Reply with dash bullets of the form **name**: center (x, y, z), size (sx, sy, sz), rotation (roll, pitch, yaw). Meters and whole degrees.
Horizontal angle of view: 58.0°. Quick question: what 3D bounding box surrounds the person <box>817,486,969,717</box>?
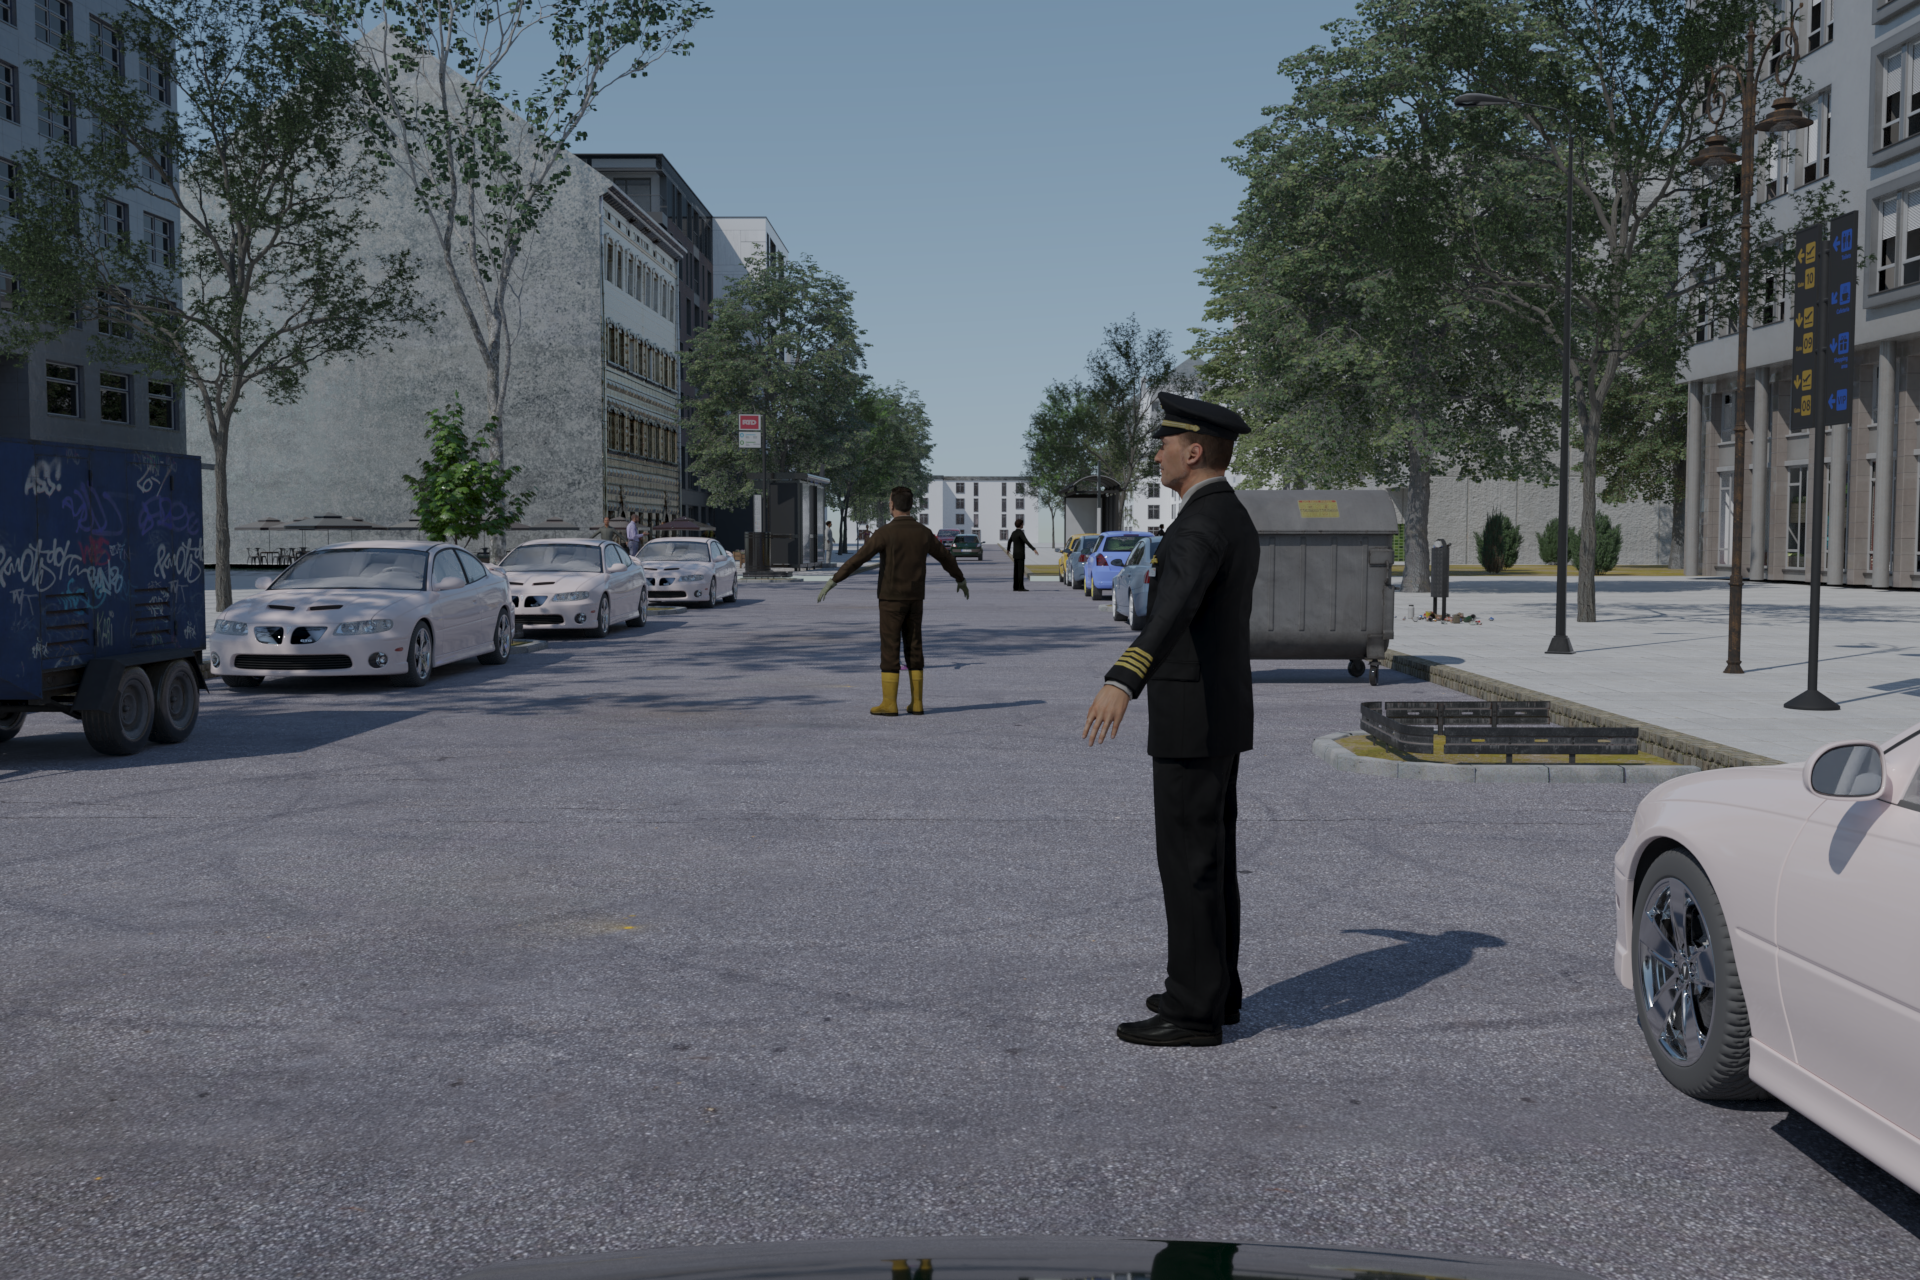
- **person**: center (-0.478, -0.313, 13.705), size (1.346, 1.812, 0.704), rotation (-2, 4, -30)

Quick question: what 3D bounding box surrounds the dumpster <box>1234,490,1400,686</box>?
- **dumpster**: center (3.211, -0.525, 16.804), size (1.865, 1.857, 1.264), rotation (0, 4, 0)

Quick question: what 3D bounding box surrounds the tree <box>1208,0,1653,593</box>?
- **tree**: center (10.119, -8.020, 37.779), size (9.857, 13.997, 8.962), rotation (0, 3, 0)

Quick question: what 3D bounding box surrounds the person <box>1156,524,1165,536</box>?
- **person**: center (9.037, -4.289, 76.852), size (0.721, 1.740, 1.216), rotation (-2, 4, -25)

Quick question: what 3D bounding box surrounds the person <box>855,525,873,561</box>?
- **person**: center (-4.379, -4.607, 82.128), size (1.217, 1.733, 0.721), rotation (-1, 4, -10)

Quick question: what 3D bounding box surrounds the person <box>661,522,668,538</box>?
- **person**: center (-12.290, -4.015, 71.863), size (0.704, 1.802, 1.346), rotation (0, 4, -1)

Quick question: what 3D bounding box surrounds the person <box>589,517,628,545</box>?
- **person**: center (-10.824, -2.865, 53.113), size (1.348, 1.796, 0.705), rotation (-1, 4, -10)

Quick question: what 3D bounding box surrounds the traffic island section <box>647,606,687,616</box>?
- **traffic island section**: center (-6.030, -0.520, 31.367), size (1.991, 0.108, 1.994), rotation (0, 4, 2)

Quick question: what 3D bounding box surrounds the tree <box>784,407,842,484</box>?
- **tree**: center (-8.095, -8.581, 90.661), size (4.360, 8.622, 3.978), rotation (0, 3, 0)

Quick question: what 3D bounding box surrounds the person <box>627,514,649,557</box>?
- **person**: center (-9.050, -2.616, 48.684), size (0.599, 1.838, 0.709), rotation (-1, 4, -21)

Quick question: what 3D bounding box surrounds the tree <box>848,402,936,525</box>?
- **tree**: center (-6.992, -15.334, 157.364), size (9.857, 13.997, 8.962), rotation (0, 3, 0)

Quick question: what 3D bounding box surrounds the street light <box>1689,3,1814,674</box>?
- **street light**: center (7.133, -2.630, 15.788), size (0.468, 5.910, 1.993), rotation (0, 4, 1)

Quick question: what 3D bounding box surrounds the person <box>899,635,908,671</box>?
- **person**: center (-0.596, -0.401, 18.288), size (0.599, 1.433, 0.991), rotation (0, 4, -3)

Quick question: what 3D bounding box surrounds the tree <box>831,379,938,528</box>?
- **tree**: center (-6.678, -14.478, 143.371), size (9.857, 13.997, 8.962), rotation (0, 3, 0)

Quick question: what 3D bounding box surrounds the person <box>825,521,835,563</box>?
- **person**: center (-5.111, -3.778, 67.950), size (0.705, 1.806, 1.347), rotation (0, 4, 6)

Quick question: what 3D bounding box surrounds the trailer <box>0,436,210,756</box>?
- **trailer**: center (-6.060, -0.229, 10.789), size (1.471, 1.999, 3.904), rotation (0, 4, 1)

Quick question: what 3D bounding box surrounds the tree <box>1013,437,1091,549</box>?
- **tree**: center (8.416, -13.345, 152.600), size (8.767, 10.594, 7.601), rotation (2, 4, 27)

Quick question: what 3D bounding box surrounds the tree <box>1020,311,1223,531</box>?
- **tree**: center (6.737, -8.505, 73.462), size (8.767, 10.594, 7.601), rotation (0, 4, -3)

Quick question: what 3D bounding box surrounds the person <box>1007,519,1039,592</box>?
- **person**: center (1.505, -2.118, 43.278), size (0.705, 1.806, 1.347), rotation (-2, 4, -31)

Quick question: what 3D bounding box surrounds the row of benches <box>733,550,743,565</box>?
- **row of benches**: center (-7.505, -3.434, 71.604), size (4.104, 0.672, 1.422), rotation (2, 4, 27)

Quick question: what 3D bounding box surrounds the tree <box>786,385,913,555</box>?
- **tree**: center (-7.208, -10.364, 103.869), size (8.767, 10.594, 7.601), rotation (-1, 4, -9)

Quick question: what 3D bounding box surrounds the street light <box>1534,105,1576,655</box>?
- **street light**: center (6.990, -2.806, 18.413), size (1.470, 5.913, 1.316), rotation (0, 4, 0)

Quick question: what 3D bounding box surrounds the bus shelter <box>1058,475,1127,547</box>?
- **bus shelter**: center (4.654, -4.146, 61.711), size (2.014, 3.302, 5.546), rotation (0, 4, 0)

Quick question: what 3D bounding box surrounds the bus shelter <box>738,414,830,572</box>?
- **bus shelter**: center (-6.168, -5.066, 60.453), size (2.179, 5.291, 8.768), rotation (0, 4, 3)

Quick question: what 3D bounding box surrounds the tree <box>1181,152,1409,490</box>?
- **tree**: center (10.259, -8.159, 51.526), size (7.486, 12.596, 7.792), rotation (0, 3, 0)

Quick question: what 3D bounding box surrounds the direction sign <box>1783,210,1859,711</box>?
- **direction sign**: center (6.266, -1.262, 12.634), size (0.379, 3.537, 0.876), rotation (0, 4, 1)

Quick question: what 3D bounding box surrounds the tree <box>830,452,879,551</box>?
- **tree**: center (-7.177, -10.551, 122.875), size (4.360, 8.622, 3.978), rotation (0, 3, 0)

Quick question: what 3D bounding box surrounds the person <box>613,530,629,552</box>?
- **person**: center (-13.929, -4.031, 72.031), size (1.348, 1.813, 0.705), rotation (-3, 5, -42)

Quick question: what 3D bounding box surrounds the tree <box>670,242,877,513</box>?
- **tree**: center (-8.154, -10.448, 77.482), size (9.857, 13.997, 8.962), rotation (0, 3, 0)

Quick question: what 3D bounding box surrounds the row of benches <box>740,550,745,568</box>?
- **row of benches**: center (-8.170, -3.138, 66.768), size (1.422, 0.672, 4.104), rotation (0, 4, -7)

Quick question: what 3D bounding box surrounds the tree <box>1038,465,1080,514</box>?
- **tree**: center (8.826, -11.475, 137.978), size (4.360, 8.622, 3.978), rotation (0, 3, 0)

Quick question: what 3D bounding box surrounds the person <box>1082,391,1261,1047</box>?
- **person**: center (0.655, 0.210, 4.965), size (0.705, 1.837, 1.347), rotation (1, 4, 21)

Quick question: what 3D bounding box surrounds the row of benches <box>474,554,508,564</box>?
- **row of benches**: center (-15.246, -2.382, 54.405), size (4.104, 0.672, 1.422), rotation (0, 4, 3)

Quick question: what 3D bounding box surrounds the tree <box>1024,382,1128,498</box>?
- **tree**: center (8.187, -11.791, 118.538), size (9.928, 11.665, 9.643), rotation (0, 3, 0)

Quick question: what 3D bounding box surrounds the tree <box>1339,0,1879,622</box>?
- **tree**: center (8.835, -5.526, 24.760), size (7.601, 10.594, 8.767), rotation (-2, 4, -34)

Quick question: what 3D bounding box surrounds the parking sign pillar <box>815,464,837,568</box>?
- **parking sign pillar**: center (-5.424, -4.751, 66.157), size (1.447, 3.967, 1.447), rotation (0, 4, 0)

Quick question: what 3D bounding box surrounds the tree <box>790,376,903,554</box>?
- **tree**: center (-7.587, -11.439, 112.786), size (9.928, 11.665, 9.643), rotation (0, 3, 0)

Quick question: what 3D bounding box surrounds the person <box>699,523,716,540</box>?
- **person**: center (-13.205, -5.194, 90.683), size (0.705, 1.858, 1.354), rotation (3, 4, 37)

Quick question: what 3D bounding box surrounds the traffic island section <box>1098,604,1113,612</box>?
- **traffic island section**: center (3.627, -0.596, 32.618), size (1.991, 0.108, 1.994), rotation (0, 4, 1)

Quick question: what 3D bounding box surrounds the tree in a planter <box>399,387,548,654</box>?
- **tree in a planter**: center (-6.181, -1.467, 21.201), size (1.991, 3.239, 1.994), rotation (0, 4, 2)
